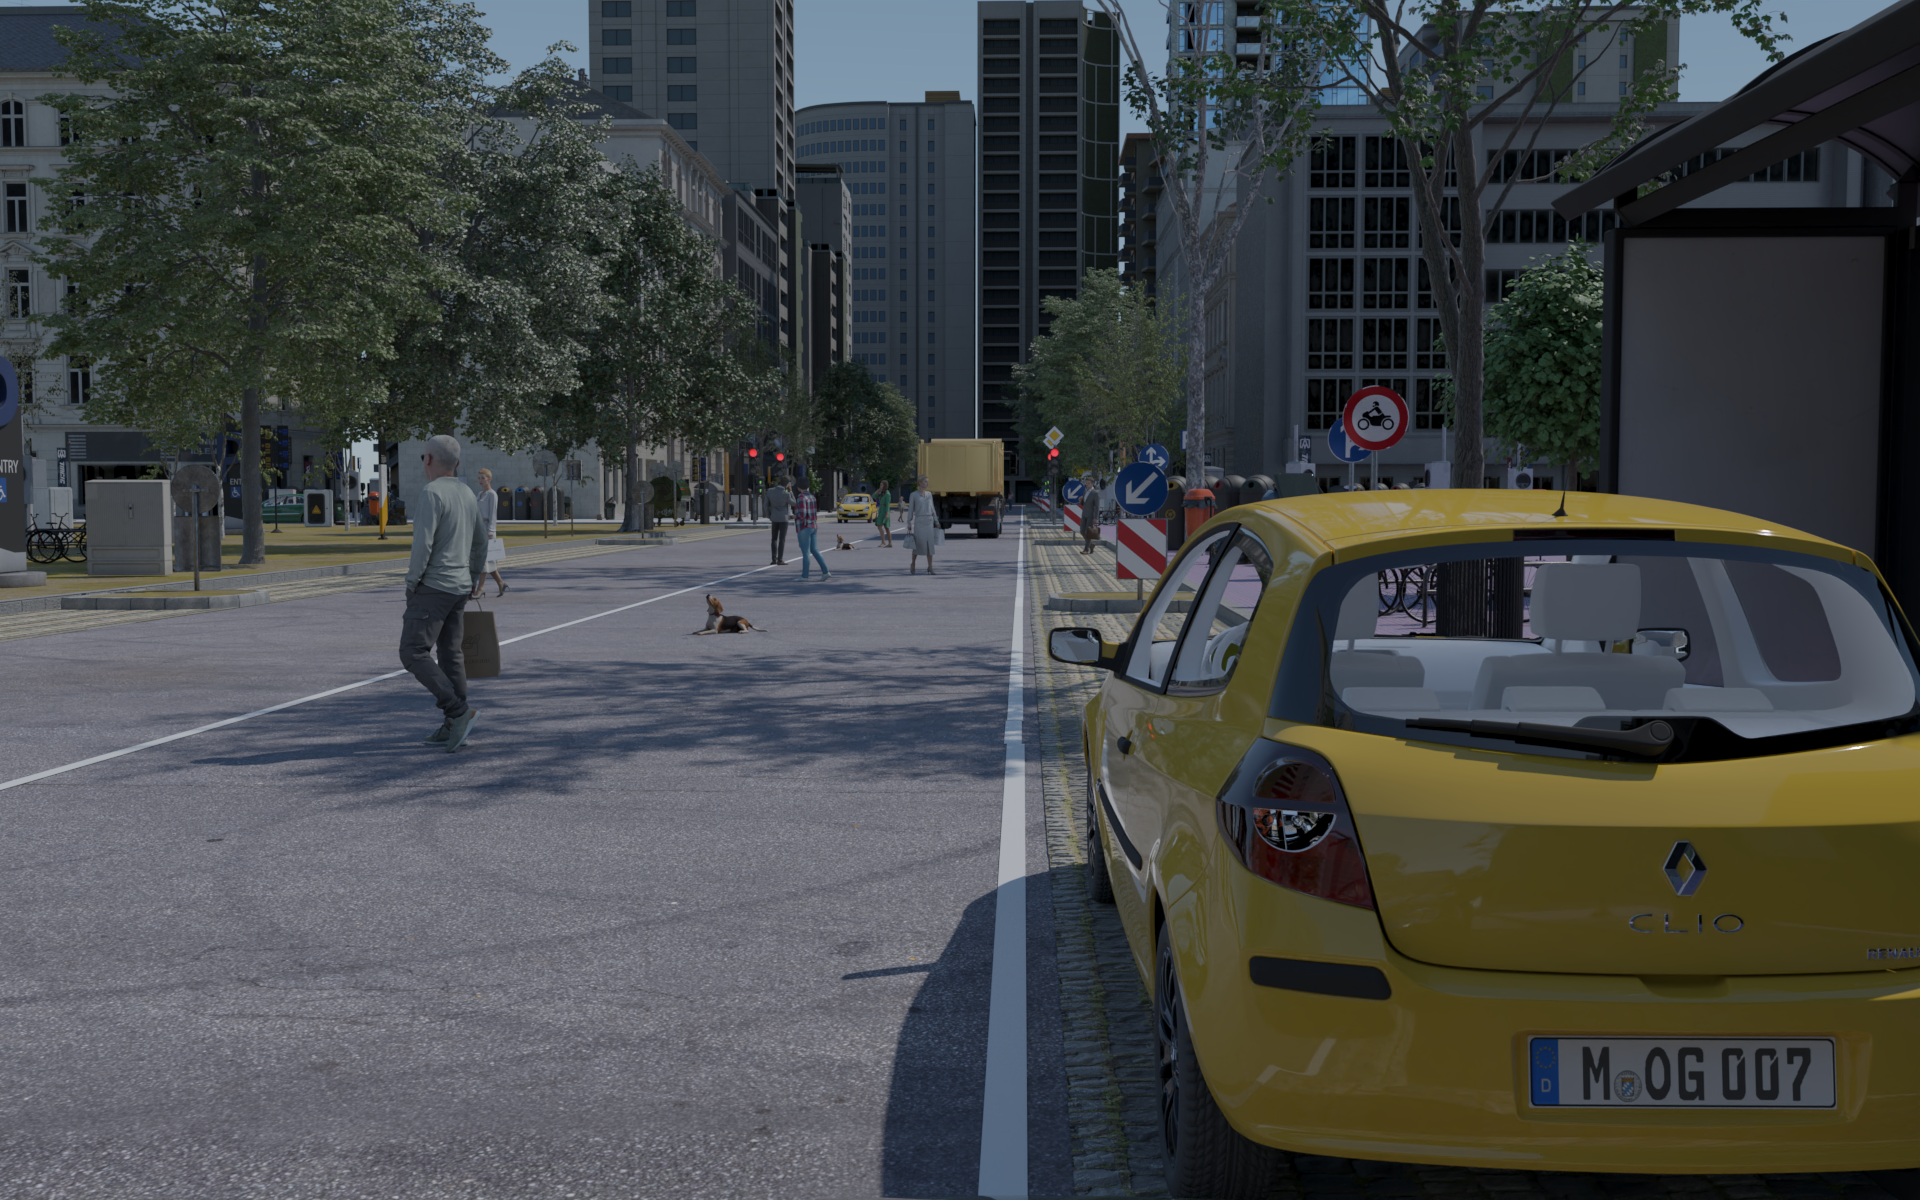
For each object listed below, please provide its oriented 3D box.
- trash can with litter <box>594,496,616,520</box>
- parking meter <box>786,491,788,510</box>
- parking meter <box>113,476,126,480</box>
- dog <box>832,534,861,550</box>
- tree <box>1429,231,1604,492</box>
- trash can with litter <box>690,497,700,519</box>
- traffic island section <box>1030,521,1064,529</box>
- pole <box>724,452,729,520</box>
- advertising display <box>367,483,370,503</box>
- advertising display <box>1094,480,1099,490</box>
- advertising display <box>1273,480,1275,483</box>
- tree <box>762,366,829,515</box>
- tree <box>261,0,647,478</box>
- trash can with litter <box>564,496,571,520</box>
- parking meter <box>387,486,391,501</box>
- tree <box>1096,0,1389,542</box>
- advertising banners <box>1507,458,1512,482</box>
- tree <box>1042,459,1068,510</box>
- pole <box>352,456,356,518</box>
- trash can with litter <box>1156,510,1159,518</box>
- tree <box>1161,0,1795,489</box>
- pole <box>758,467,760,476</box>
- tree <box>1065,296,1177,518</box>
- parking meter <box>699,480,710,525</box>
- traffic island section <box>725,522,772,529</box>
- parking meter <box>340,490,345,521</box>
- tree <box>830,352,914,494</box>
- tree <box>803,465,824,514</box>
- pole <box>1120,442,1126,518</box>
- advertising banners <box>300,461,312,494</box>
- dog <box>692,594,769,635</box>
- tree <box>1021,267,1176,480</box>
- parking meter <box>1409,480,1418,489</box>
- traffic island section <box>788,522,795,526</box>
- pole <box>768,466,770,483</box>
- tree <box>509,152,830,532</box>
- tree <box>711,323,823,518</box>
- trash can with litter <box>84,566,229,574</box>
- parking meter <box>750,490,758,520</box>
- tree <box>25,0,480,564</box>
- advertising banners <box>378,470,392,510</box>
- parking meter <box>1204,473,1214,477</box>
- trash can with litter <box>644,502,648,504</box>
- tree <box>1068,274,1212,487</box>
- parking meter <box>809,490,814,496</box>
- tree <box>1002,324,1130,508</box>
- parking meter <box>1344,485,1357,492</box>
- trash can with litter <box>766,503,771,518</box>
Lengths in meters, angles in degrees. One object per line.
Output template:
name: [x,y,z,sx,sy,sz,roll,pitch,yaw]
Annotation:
trash can with litter: [-17.444,-4.511,85.141,1.055,1.170,0.624,-1,4,-17]
parking meter: [-10.380,-6.010,103.972,0.399,1.863,0.255,1,4,17]
parking meter: [-27.886,-3.167,57.499,0.399,1.863,0.255,1,4,18]
dog: [-2.898,-1.469,44.212,0.748,0.427,0.550,0,4,-1]
tree: [7.747,-2.321,21.661,4.285,4.588,4.351,0,3,0]
trash can with litter: [-13.589,-4.673,87.798,0.624,1.170,1.055,1,4,18]
traffic island section: [4.211,-3.506,79.602,2.009,0.180,2.903,0,4,2]
pole: [-11.410,-5.561,84.763,0.158,3.312,0.155,0,3,0]
advertising display: [-33.761,-5.763,99.435,0.123,1.923,0.974,0,4,6]
advertising display: [6.412,-4.692,81.936,0.123,1.923,0.974,-2,4,-30]
advertising display: [14.824,-4.656,81.343,0.974,1.923,0.123,0,4,1]
tree: [-9.813,-9.188,100.585,4.360,8.622,3.978,0,3,0]
tree: [-12.507,-8.274,41.941,9.857,13.997,8.962,0,3,0]
trash can with litter: [-19.673,-4.603,86.653,0.624,1.170,1.055,-1,4,-9]
parking meter: [-43.020,-7.635,130.541,0.255,1.863,0.399,-1,4,-22]
tree: [6.227,-10.950,34.929,12.611,20.169,13.585,0,3,0]
advertising banners: [26.006,-5.179,80.859,0.090,3.025,2.074,-1,4,-10]
tree: [9.047,-9.814,144.166,4.285,4.588,4.351,0,3,0]
pole: [-32.171,-5.998,91.914,0.158,3.312,0.155,0,3,0]
trash can with litter: [7.095,-3.198,63.347,1.678,1.210,2.233,1,4,22]
tree: [4.260,-5.448,14.828,9.928,11.665,9.643,0,3,0]
pole: [-15.225,-8.380,130.860,0.158,3.312,0.155,0,3,0]
tree: [6.170,-7.030,65.301,4.360,8.622,3.978,0,3,0]
parking meter: [-10.767,-4.115,72.985,0.255,1.863,0.399,2,4,33]
traffic island section: [-8.561,-3.046,72.079,2.009,0.180,2.903,0,4,2]
parking meter: [-29.295,-4.524,82.374,0.372,1.533,0.369,0,3,0]
tree: [-8.915,-13.664,140.417,9.611,12.733,9.660,0,3,0]
tree: [-9.820,-7.319,114.271,1.663,3.219,1.824,0,3,0]
pole: [6.408,-4.547,68.194,0.158,3.312,0.155,0,3,0]
advertising banners: [-35.369,-5.891,92.504,0.090,3.025,2.074,2,4,26]
dog: [-2.355,0.145,17.814,0.748,0.427,0.550,0,4,1]
tree: [6.901,-10.301,86.547,7.486,12.596,7.792,0,3,0]
parking meter: [18.535,-3.988,70.907,0.399,1.863,0.255,1,4,22]
traffic island section: [-8.272,-3.534,80.058,2.009,0.180,2.903,0,4,2]
pole: [-14.078,-8.194,127.819,0.158,3.312,0.155,0,3,0]
tree: [-11.114,-8.664,58.668,9.611,12.733,9.660,0,3,0]
tree: [-10.790,-9.671,92.534,7.601,10.594,8.767,0,4,-1]
trash can with litter: [-13.379,-1.089,28.867,2.233,1.210,1.678,-2,4,-28]
parking meter: [-10.027,-4.650,84.432,0.372,1.533,0.369,0,3,0]
tree: [-12.598,-6.941,31.610,7.486,12.596,7.792,0,3,0]
advertising banners: [-42.643,-8.115,128.867,0.090,3.025,2.074,1,4,16]
parking meter: [6.549,-2.461,45.956,0.399,1.863,0.255,2,4,24]
trash can with litter: [-15.426,-4.488,84.766,0.624,1.170,1.055,-2,4,-27]
tree: [6.027,-6.562,57.653,4.737,8.622,4.395,0,3,0]
parking meter: [-9.304,-6.109,108.290,0.372,1.533,0.369,0,3,0]
tree: [8.144,-13.244,123.189,9.857,13.997,8.962,0,3,0]
parking meter: [10.757,-2.406,47.749,0.372,1.533,0.369,0,3,0]
trash can with litter: [-9.755,-4.893,91.389,1.055,1.170,0.624,1,4,23]
